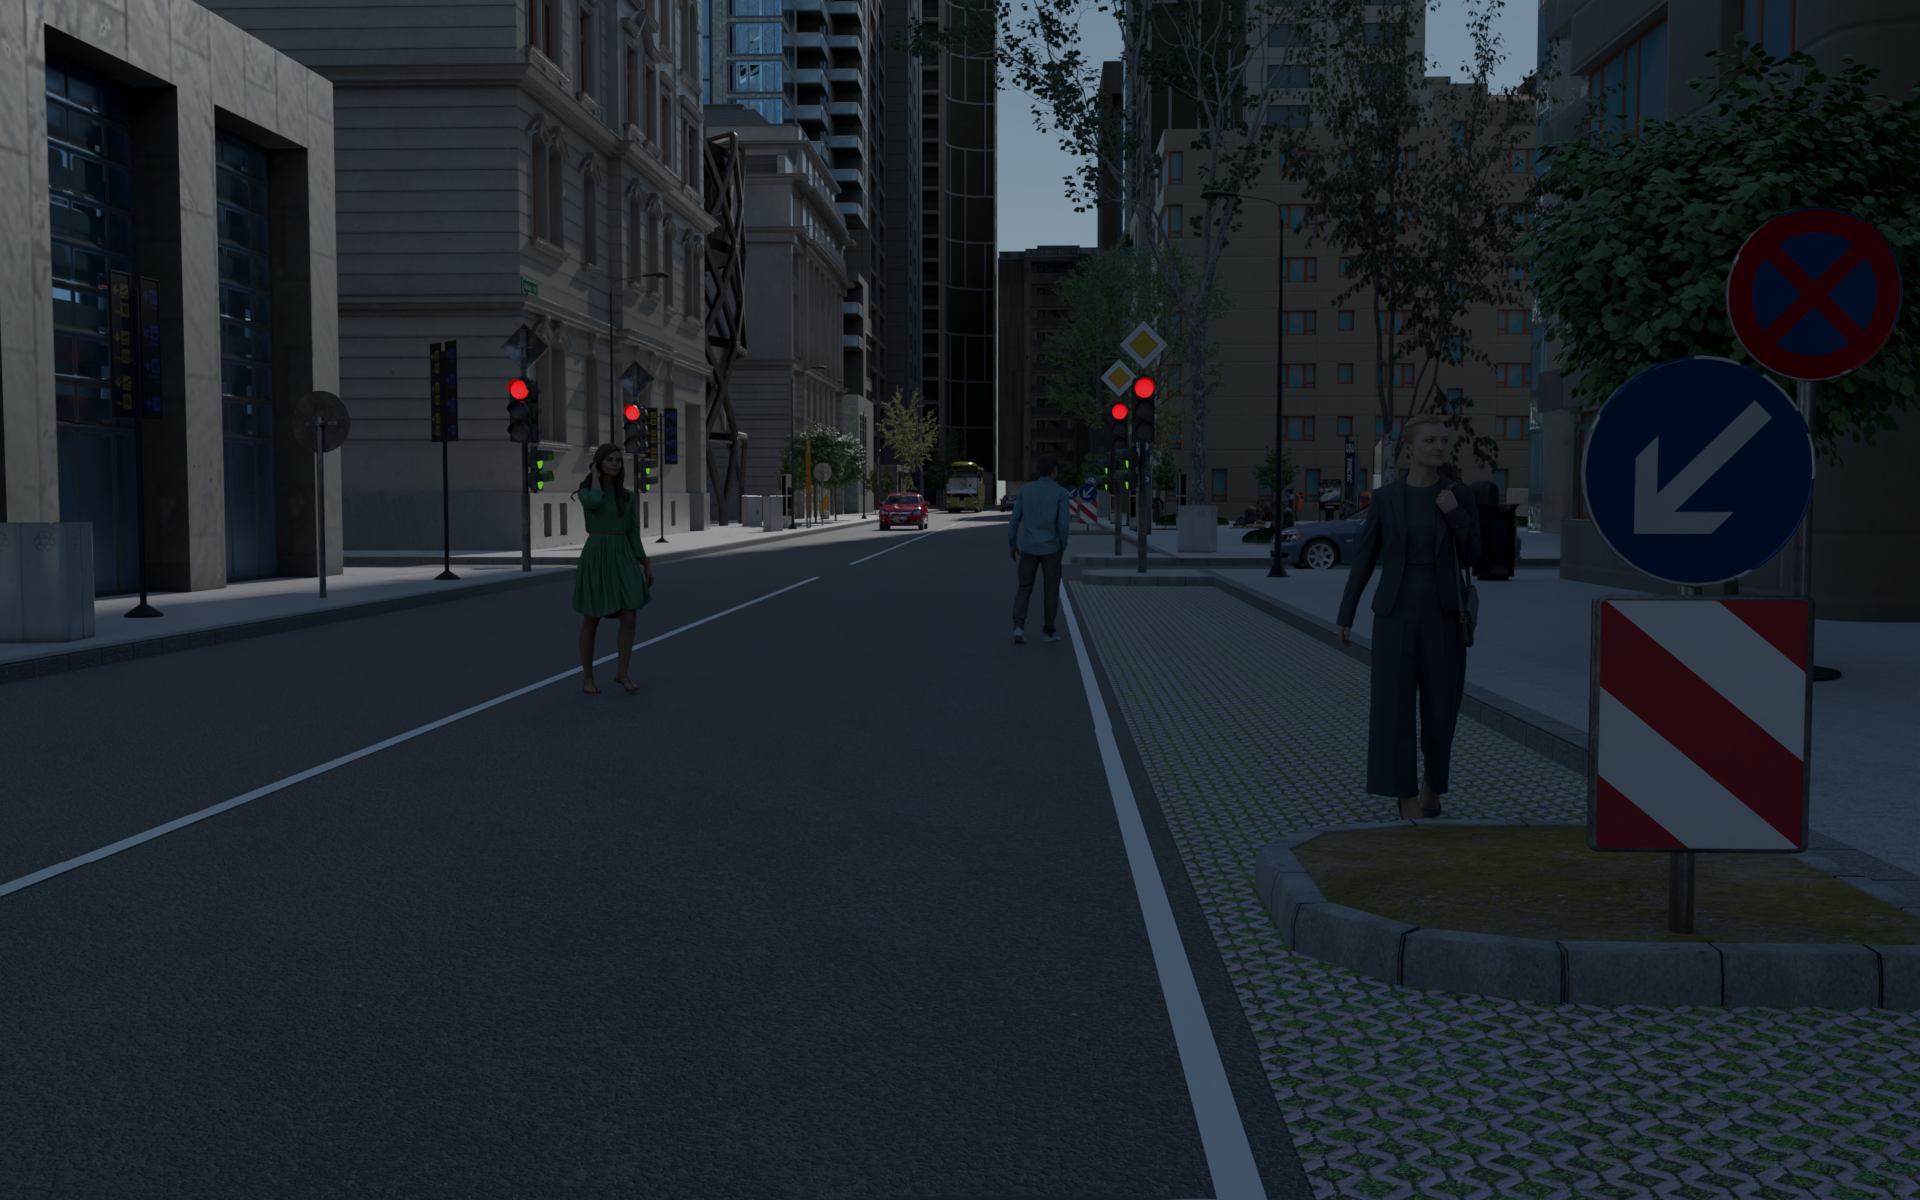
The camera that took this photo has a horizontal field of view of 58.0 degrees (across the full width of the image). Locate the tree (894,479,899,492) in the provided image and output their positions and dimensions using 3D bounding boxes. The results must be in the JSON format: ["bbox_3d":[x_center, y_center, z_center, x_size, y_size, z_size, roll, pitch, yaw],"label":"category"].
[{"bbox_3d":[-4.707,-7.257,113.253,1.663,3.219,1.824,0,3,0],"label":"tree"}]

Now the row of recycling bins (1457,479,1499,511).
[{"bbox_3d":[13.543,-2.547,48.763,3.534,1.692,1.069,-1,4,-20],"label":"row of recycling bins"}]

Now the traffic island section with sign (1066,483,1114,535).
[{"bbox_3d":[4.369,-3.191,60.793,1.989,1.847,2.006,0,4,2],"label":"traffic island section with sign"}]

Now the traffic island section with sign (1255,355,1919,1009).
[{"bbox_3d":[2.044,0.176,5.757,1.989,1.847,2.006,0,4,2],"label":"traffic island section with sign"}]

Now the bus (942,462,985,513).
[{"bbox_3d":[0.440,-8.824,135.818,2.896,3.916,12.252,0,4,3],"label":"bus"}]

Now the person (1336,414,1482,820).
[{"bbox_3d":[1.957,0.087,7.492,0.576,1.772,0.534,0,4,-7],"label":"person"}]

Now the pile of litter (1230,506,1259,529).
[{"bbox_3d":[10.926,-3.098,64.614,1.719,0.858,1.176,1,4,10],"label":"pile of litter"}]

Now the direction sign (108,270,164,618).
[{"bbox_3d":[-8.530,-1.590,17.994,0.379,3.537,0.876,0,4,6],"label":"direction sign"}]

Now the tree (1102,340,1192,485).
[{"bbox_3d":[8.626,-7.882,79.231,4.737,8.622,4.395,0,3,0],"label":"tree"}]

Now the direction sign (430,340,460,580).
[{"bbox_3d":[-7.695,-2.073,25.886,0.379,3.537,0.876,-3,5,-40],"label":"direction sign"}]

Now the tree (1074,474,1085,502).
[{"bbox_3d":[10.334,-9.308,146.780,1.663,3.219,1.824,0,3,0],"label":"tree"}]

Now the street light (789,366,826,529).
[{"bbox_3d":[-5.550,-5.528,62.918,1.470,5.913,1.316,0,4,2],"label":"street light"}]

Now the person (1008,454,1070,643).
[{"bbox_3d":[0.743,-0.500,16.692,0.660,1.820,0.620,1,4,20],"label":"person"}]

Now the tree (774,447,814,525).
[{"bbox_3d":[-7.032,-4.671,70.975,1.663,3.219,1.824,0,3,0],"label":"tree"}]

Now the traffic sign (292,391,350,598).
[{"bbox_3d":[-7.877,-1.299,21.342,0.768,2.556,0.104,1,4,9],"label":"traffic sign"}]

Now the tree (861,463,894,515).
[{"bbox_3d":[-5.336,-6.854,106.660,1.663,3.219,1.824,0,3,0],"label":"tree"}]

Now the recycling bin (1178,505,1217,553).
[{"bbox_3d":[5.238,-1.568,38.190,0.722,1.027,0.722,2,4,23],"label":"recycling bin"}]

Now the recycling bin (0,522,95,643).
[{"bbox_3d":[-8.103,-0.163,15.223,0.722,1.027,0.722,-1,4,-9],"label":"recycling bin"}]

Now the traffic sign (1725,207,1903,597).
[{"bbox_3d":[3.800,-0.471,7.800,0.768,2.556,0.104,0,4,3],"label":"traffic sign"}]

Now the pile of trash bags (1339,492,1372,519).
[{"bbox_3d":[15.558,-3.480,66.658,1.912,1.369,3.447,1,4,14],"label":"pile of trash bags"}]

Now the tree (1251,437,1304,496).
[{"bbox_3d":[10.693,-3.941,59.044,1.663,3.219,1.824,0,3,0],"label":"tree"}]

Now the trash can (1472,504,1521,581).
[{"bbox_3d":[7.935,-0.862,25.754,0.748,1.137,0.748,0,3,0],"label":"trash can"}]

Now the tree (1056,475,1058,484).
[{"bbox_3d":[11.753,-12.091,181.403,4.285,4.588,4.351,0,3,0],"label":"tree"}]

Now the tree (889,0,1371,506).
[{"bbox_3d":[5.058,-11.568,45.027,12.611,20.169,13.585,0,3,0],"label":"tree"}]

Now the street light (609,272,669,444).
[{"bbox_3d":[-6.779,-3.906,36.404,1.470,5.913,1.316,0,4,2],"label":"street light"}]

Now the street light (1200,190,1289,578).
[{"bbox_3d":[4.374,-3.309,26.639,1.470,5.913,1.316,0,4,2],"label":"street light"}]

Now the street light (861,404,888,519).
[{"bbox_3d":[-4.409,-7.126,89.053,1.470,5.913,1.316,0,4,2],"label":"street light"}]

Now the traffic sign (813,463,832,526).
[{"bbox_3d":[-5.586,-4.292,70.275,0.768,2.556,0.104,1,4,10],"label":"traffic sign"}]

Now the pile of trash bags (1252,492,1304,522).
[{"bbox_3d":[15.012,-4.353,80.928,1.912,1.369,3.447,3,5,42],"label":"pile of trash bags"}]

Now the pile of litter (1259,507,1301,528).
[{"bbox_3d":[10.797,-2.600,56.474,1.719,0.858,1.176,0,4,-1],"label":"pile of litter"}]

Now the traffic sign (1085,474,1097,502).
[{"bbox_3d":[8.345,-6.743,110.359,0.768,2.556,0.104,1,4,9],"label":"traffic sign"}]

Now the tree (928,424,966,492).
[{"bbox_3d":[-1.260,-14.094,180.797,4.737,8.622,4.395,0,3,0],"label":"tree"}]

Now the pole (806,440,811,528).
[{"bbox_3d":[-5.706,-4.361,65.148,0.158,3.312,0.155,0,3,0],"label":"pole"}]

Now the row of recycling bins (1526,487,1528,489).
[{"bbox_3d":[27.838,-4.456,79.966,3.534,1.692,1.069,0,4,4],"label":"row of recycling bins"}]

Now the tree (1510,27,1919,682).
[{"bbox_3d":[5.621,-1.753,12.380,4.285,4.588,4.351,0,3,0],"label":"tree"}]

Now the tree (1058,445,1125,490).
[{"bbox_3d":[9.663,-8.134,116.703,4.285,4.588,4.351,0,3,0],"label":"tree"}]

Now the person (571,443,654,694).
[{"bbox_3d":[-2.525,-0.226,12.449,0.529,1.795,0.600,3,5,42],"label":"person"}]

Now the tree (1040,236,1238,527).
[{"bbox_3d":[6.915,-8.745,68.734,9.928,11.665,9.643,0,3,0],"label":"tree"}]

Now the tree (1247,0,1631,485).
[{"bbox_3d":[5.501,-4.328,21.130,4.360,8.622,3.978,0,3,0],"label":"tree"}]

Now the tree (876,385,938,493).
[{"bbox_3d":[-3.567,-10.235,117.705,4.360,8.622,3.978,0,3,0],"label":"tree"}]

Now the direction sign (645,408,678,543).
[{"bbox_3d":[-7.850,-3.275,45.551,0.876,3.537,0.379,-2,4,-26],"label":"direction sign"}]

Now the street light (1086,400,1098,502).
[{"bbox_3d":[6.865,-6.866,84.802,1.470,5.913,1.316,0,4,2],"label":"street light"}]

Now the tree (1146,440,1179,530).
[{"bbox_3d":[7.456,-4.145,62.372,1.663,3.219,1.824,0,3,0],"label":"tree"}]

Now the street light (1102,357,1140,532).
[{"bbox_3d":[5.540,-5.268,58.674,1.470,5.913,1.316,0,4,2],"label":"street light"}]

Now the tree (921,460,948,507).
[{"bbox_3d":[-2.075,-11.244,167.547,4.285,4.588,4.351,0,3,0],"label":"tree"}]

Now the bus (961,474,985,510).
[{"bbox_3d":[0.666,-10.000,155.042,2.896,3.916,12.252,0,4,4],"label":"bus"}]

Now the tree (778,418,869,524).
[{"bbox_3d":[-6.142,-5.559,74.605,4.285,4.588,4.351,0,3,0],"label":"tree"}]
